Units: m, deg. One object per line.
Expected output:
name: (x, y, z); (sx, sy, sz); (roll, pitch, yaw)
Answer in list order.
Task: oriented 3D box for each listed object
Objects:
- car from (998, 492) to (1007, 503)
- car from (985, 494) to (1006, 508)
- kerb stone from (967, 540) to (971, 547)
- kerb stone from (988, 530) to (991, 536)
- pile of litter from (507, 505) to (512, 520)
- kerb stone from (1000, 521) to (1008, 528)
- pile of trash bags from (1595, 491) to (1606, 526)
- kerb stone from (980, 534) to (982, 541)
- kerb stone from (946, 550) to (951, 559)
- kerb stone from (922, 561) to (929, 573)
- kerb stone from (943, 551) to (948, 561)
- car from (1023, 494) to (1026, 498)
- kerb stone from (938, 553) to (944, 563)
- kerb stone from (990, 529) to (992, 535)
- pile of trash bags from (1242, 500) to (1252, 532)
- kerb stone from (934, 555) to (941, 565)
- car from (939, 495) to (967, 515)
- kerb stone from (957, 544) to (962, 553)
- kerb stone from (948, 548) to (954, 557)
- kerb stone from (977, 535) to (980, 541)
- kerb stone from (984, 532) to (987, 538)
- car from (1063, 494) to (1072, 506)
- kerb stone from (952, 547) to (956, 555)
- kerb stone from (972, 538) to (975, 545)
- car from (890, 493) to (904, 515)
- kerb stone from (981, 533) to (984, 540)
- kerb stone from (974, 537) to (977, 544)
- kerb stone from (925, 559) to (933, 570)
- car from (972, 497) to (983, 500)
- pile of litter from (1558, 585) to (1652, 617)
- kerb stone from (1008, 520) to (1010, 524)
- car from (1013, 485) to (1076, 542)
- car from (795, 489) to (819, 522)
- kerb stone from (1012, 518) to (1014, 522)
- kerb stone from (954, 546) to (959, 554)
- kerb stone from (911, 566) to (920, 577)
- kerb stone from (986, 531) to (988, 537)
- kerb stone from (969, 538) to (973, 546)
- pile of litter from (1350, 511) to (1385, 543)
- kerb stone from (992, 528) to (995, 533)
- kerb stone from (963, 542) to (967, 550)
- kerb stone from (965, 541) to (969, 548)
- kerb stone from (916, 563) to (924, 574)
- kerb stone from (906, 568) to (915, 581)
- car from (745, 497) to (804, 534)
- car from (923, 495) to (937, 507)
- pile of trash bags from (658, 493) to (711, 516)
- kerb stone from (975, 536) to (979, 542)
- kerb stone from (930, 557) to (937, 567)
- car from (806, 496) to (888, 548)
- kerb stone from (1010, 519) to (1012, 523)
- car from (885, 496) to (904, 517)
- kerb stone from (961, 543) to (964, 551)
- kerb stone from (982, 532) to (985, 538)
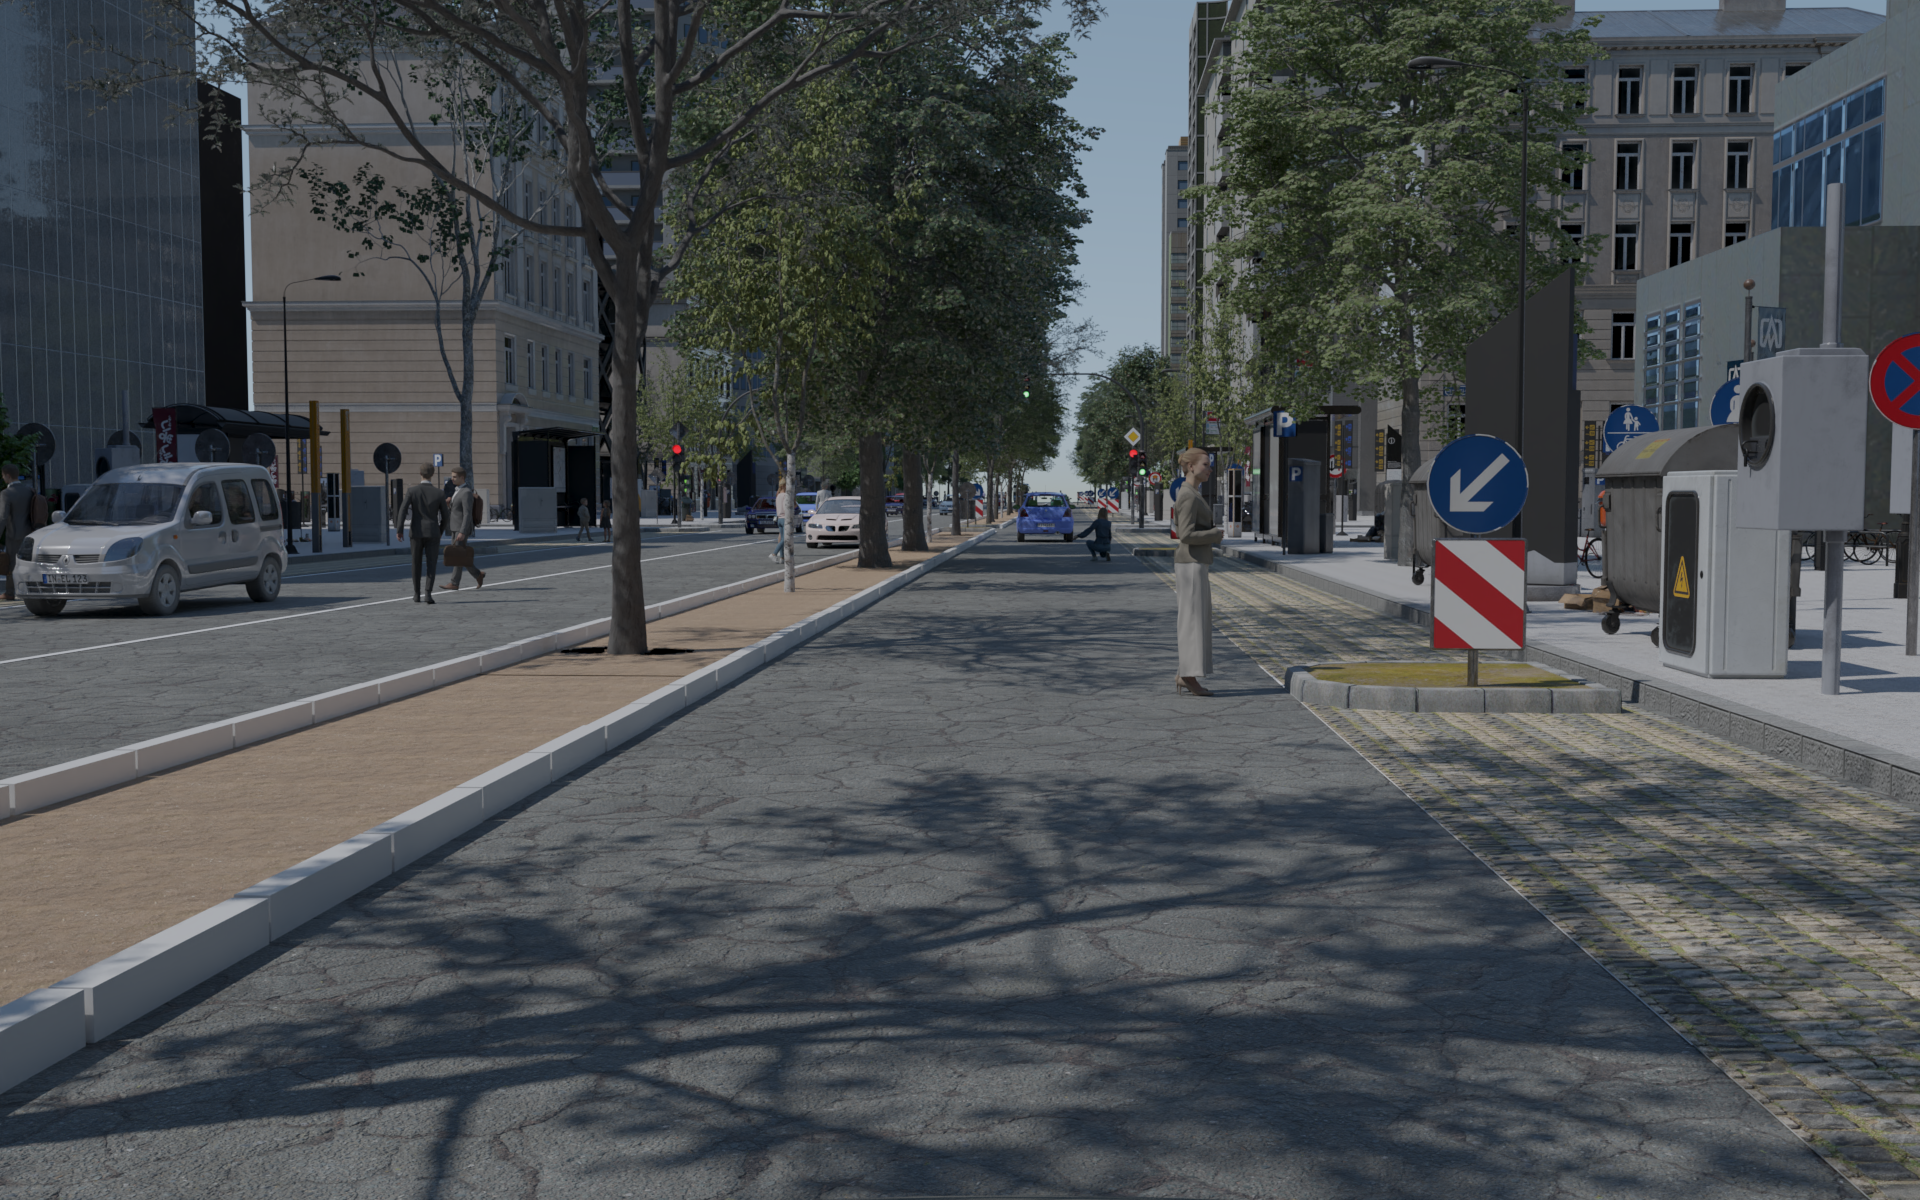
car: (6.571, -16.827, 283.799); (2.281, 1.827, 5.304); (0, 4, 3)
car: (3.608, -10.271, 176.974); (2.155, 1.783, 4.494); (0, 4, 1)
kerb stone: (0.141, -1.448, 45.938); (0.120, 0.150, 1.000); (0, 4, 3)
kerb stone: (0.864, -2.202, 58.207); (0.120, 0.150, 1.000); (0, 4, 3)
pile of litter: (-21.680, -4.369, 85.392); (1.176, 0.858, 1.719); (2, 4, 26)
kerb stone: (1.941, -3.304, 76.219); (0.120, 0.150, 1.000); (0, 4, 3)
pile of trash bags: (15.201, -2.127, 44.527); (3.447, 1.369, 1.912); (1, 4, 12)
kerb stone: (0.505, -1.828, 52.077); (0.120, 0.150, 1.000); (0, 4, 3)
kerb stone: (-0.339, -0.952, 37.762); (0.120, 0.150, 1.000); (0, 4, 3)
kerb stone: (-0.708, -0.576, 31.613); (0.120, 0.150, 1.000); (0, 4, 3)
kerb stone: (-0.405, -0.890, 36.742); (0.120, 0.150, 1.000); (0, 4, 3)
car: (10.966, -16.567, 282.875); (2.014, 1.417, 4.499); (0, 4, 1)
kerb stone: (-0.473, -0.827, 35.712); (0.120, 0.150, 1.000); (0, 4, 3)
kerb stone: (0.926, -2.261, 59.234); (0.120, 0.150, 1.000); (0, 4, 3)
pile of trash bags: (10.652, -3.029, 59.270); (1.912, 1.369, 3.447); (2, 4, 28)
kerb stone: (-0.526, -0.764, 34.686); (0.120, 0.150, 1.000); (0, 4, 3)
car: (-0.360, -6.452, 117.486); (2.014, 1.417, 4.499); (0, 4, 5)
kerb stone: (-0.102, -1.202, 41.855); (0.120, 0.150, 1.000); (0, 4, 3)
kerb stone: (-0.289, -1.011, 38.788); (0.120, 0.150, 1.000); (0, 4, 3)
kerb stone: (0.444, -1.759, 51.057); (0.120, 0.150, 1.000); (0, 4, 3)
kerb stone: (0.692, -2.015, 55.141); (0.120, 0.150, 1.000); (0, 4, 3)
car: (9.631, -9.429, 165.968); (2.131, 1.459, 4.920); (0, 4, 5)
kerb stone: (-0.231, -1.077, 39.810); (0.120, 0.150, 1.000); (0, 4, 3)
kerb stone: (0.263, -1.571, 47.986); (0.120, 0.150, 1.000); (0, 4, 3)
car: (-3.772, -6.707, 118.700); (2.155, 1.783, 4.494); (0, 4, 4)
kerb stone: (0.573, -1.890, 53.097); (0.120, 0.150, 1.000); (0, 4, 3)
kerb stone: (0.316, -1.640, 49.007); (0.120, 0.150, 1.000); (0, 4, 3)
kerb stone: (-0.650, -0.639, 32.638); (0.120, 0.150, 1.000); (0, 4, 3)
car: (2.034, -12.822, 221.636); (2.014, 1.417, 4.499); (0, 4, 2)
pile of litter: (7.195, -0.310, 19.038); (1.176, 0.858, 1.719); (2, 4, 29)
kerb stone: (2.065, -3.423, 78.262); (0.120, 0.150, 1.000); (0, 4, 3)
car: (2.578, -2.646, 52.852); (1.945, 1.707, 3.694); (0, 4, 1)
car: (-6.922, -4.278, 79.529); (1.945, 1.707, 3.694); (0, 4, 2)
kerb stone: (2.428, -3.804, 84.395); (0.120, 0.150, 1.000); (0, 4, 3)
kerb stone: (-0.164, -1.134, 40.834); (0.120, 0.150, 1.000); (0, 4, 3)
kerb stone: (-0.835, -0.446, 29.571); (0.120, 0.150, 1.000); (0, 4, 3)
kerb stone: (0.746, -2.076, 56.162); (0.120, 0.150, 1.000); (0, 4, 3)
kerb stone: (0.206, -1.515, 46.965); (0.120, 0.150, 1.000); (0, 4, 3)
pile of litter: (11.112, -1.967, 46.127); (1.176, 0.858, 1.719); (-1, 4, -17)
kerb stone: (1.054, -2.391, 61.285); (0.120, 0.150, 1.000); (0, 4, 3)
kerb stone: (0.019, -1.327, 43.896); (0.120, 0.150, 1.000); (0, 4, 3)
kerb stone: (0.076, -1.390, 44.916); (0.120, 0.150, 1.000); (0, 4, 3)
kerb stone: (-0.780, -0.514, 30.591); (0.120, 0.150, 1.000); (0, 4, 3)
kerb stone: (-0.892, -0.389, 28.550); (0.120, 0.150, 1.000); (0, 4, 3)
car: (-6.789, -3.112, 63.453); (1.945, 1.354, 3.894); (0, 4, 3)
car: (-3.391, -10.591, 185.736); (1.945, 1.354, 3.894); (0, 4, 3)
pile of trash bags: (-16.712, -5.781, 104.270); (3.447, 1.369, 1.912); (-1, 4, -11)
kerb stone: (0.388, -1.703, 50.036); (0.120, 0.150, 1.000); (0, 4, 3)
kerb stone: (-0.596, -0.701, 33.658); (0.120, 0.150, 1.000); (0, 4, 3)
car: (-3.044, -2.142, 47.389); (2.083, 1.381, 4.827); (0, 4, 4)
kerb stone: (2.242, -3.614, 81.326); (0.120, 0.150, 1.000); (0, 4, 3)
car: (-4.089, -5.905, 109.123); (1.945, 1.354, 3.894); (0, 4, 5)
kerb stone: (-0.045, -1.265, 42.875); (0.120, 0.150, 1.000); (0, 4, 3)
kerb stone: (0.622, -1.953, 54.121); (0.120, 0.150, 1.000); (0, 4, 3)
